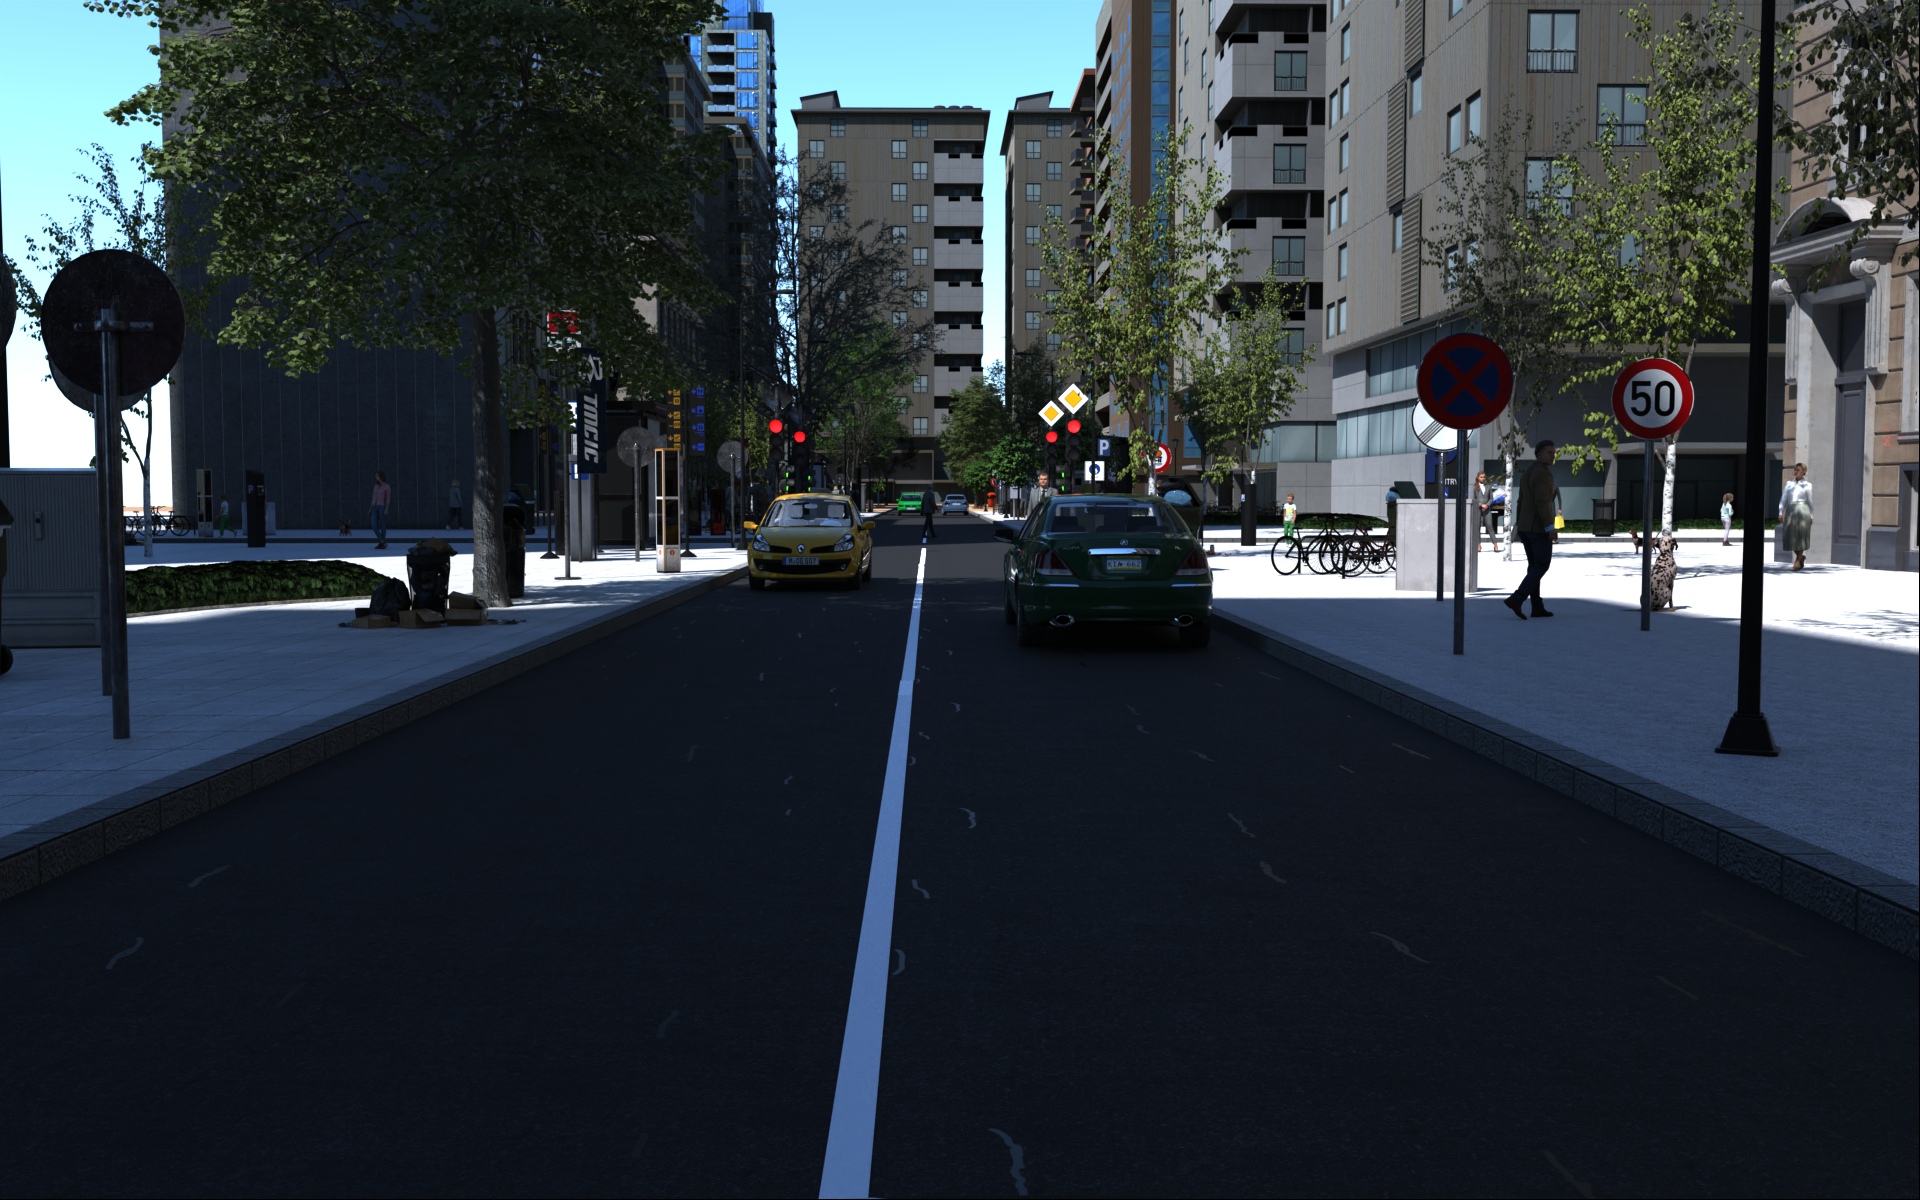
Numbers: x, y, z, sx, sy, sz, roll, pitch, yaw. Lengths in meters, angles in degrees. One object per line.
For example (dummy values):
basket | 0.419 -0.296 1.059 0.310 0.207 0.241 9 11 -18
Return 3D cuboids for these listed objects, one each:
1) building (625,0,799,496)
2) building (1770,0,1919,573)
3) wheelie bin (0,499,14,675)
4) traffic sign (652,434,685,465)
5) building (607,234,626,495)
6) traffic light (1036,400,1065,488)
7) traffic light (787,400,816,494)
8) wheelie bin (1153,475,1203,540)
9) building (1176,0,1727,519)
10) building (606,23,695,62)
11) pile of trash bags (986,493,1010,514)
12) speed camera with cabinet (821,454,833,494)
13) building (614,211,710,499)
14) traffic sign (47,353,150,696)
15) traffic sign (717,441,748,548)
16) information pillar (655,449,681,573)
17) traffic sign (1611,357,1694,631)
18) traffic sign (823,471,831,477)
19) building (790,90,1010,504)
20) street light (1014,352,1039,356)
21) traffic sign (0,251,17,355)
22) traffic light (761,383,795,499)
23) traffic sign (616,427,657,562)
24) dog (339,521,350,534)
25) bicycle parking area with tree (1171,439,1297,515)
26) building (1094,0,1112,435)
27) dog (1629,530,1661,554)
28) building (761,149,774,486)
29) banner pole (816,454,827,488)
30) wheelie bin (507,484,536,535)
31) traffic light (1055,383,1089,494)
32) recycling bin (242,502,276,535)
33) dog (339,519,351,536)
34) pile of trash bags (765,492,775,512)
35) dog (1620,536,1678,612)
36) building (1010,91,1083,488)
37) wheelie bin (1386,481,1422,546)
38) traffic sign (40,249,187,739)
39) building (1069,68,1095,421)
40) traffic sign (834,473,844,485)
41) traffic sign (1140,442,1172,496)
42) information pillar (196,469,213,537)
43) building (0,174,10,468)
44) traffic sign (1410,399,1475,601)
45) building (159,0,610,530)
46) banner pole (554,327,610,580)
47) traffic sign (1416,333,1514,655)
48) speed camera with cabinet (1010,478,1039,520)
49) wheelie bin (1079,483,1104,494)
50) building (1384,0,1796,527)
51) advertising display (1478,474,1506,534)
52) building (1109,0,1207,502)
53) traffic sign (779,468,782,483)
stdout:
building | -37.419 -56.140 230.557 31.000 86.520 22.319 0 4 -1
building | 21.807 -14.462 22.351 13.634 28.700 20.117 0 4 -1
wheelie bin | -7.021 -0.244 11.891 0.693 1.594 0.980 0 4 6
traffic sign | -6.200 -2.242 36.764 0.768 2.556 0.104 0 4 5
building | -26.148 -13.616 90.080 16.820 18.784 16.811 0 4 -1
traffic light | 2.712 -3.856 51.972 0.839 4.253 0.868 0 4 -1
traffic light | -4.748 -3.848 51.828 0.839 4.253 0.868 0 4 -1
wheelie bin | 3.601 -1.271 28.694 0.693 1.594 0.980 -1 4 -17
building | 29.249 -32.031 112.944 28.713 52.752 27.495 0 4 -1
building | -33.421 -27.290 138.080 32.217 40.220 23.993 0 4 -1
pile of trash bags | 3.314 -6.128 109.945 3.447 1.369 1.912 -1 4 -22
speed camera with cabinet | -6.922 -5.663 86.932 0.660 3.252 2.038 1 4 10
building | -23.499 -17.027 114.543 11.583 22.565 21.152 0 4 -1
traffic sign | -5.426 -0.664 10.970 0.768 2.556 0.104 1 4 9
traffic sign | -5.425 -2.519 41.285 0.768 2.556 0.104 0 4 7
information pillar | -4.742 -1.445 28.123 0.304 2.012 0.304 -2 4 -35
traffic sign | 6.443 -0.985 16.207 0.768 2.556 0.104 0 4 1
traffic sign | -7.407 -5.769 94.429 0.768 2.556 0.104 0 4 4
building | -7.948 -39.499 235.040 27.495 52.752 28.713 0 4 -1
street light | 2.477 -5.148 56.703 1.470 5.913 1.316 0 4 -1
traffic sign | -4.721 -0.484 8.025 0.768 2.556 0.104 1 4 8
traffic light | -4.610 -3.359 43.844 0.839 4.253 0.868 0 4 -1
traffic sign | -6.120 -1.999 32.795 0.768 2.556 0.104 0 4 0
dog | -19.769 -2.309 55.486 0.550 0.427 0.748 1 4 23
bicycle parking area with tree | 13.358 -6.433 92.186 8.231 4.147 9.016 -2 4 -26
building | 23.476 -32.337 152.419 21.300 48.544 21.600 0 4 -1
dog | 14.631 -1.235 37.029 0.540 0.507 0.406 0 4 -3
building | -31.358 -29.516 174.463 23.993 40.220 32.217 0 4 -1
banner pole | -8.782 -7.271 108.890 0.863 3.779 0.401 0 4 -2
wheelie bin | -13.800 -2.844 54.402 0.693 1.594 0.980 1 4 20
traffic light | 2.850 -3.368 43.988 0.839 4.253 0.868 0 4 -1
recycling bin | -21.817 -2.529 53.896 0.722 1.027 0.722 1 4 11
dog | -18.793 -2.209 52.943 0.406 0.507 0.540 -2 4 -28
pile of trash bags | -7.268 -4.171 77.948 3.447 1.369 1.912 -2 4 -34
dog | 7.578 -0.286 19.054 0.800 0.831 0.513 0 4 -6
building | 19.636 -39.516 235.319 27.495 52.752 28.713 0 4 -1
wheelie bin | 10.905 -2.127 42.688 0.980 1.594 0.693 -2 4 -32
traffic sign | -4.407 -0.546 9.026 0.768 2.556 0.104 0 4 2
building | 22.693 -31.993 177.711 22.147 44.769 28.867 0 4 -1
traffic sign | -7.404 -6.525 106.797 0.768 2.556 0.104 0 4 3
traffic sign | 4.742 -2.567 42.068 0.768 2.556 0.104 0 4 -1
information pillar | -22.351 -2.861 51.275 0.304 2.012 0.304 2 4 28
building | -48.594 -14.549 67.556 15.834 23.373 12.332 0 4 -1
traffic sign | 5.757 -1.259 20.695 0.768 2.556 0.104 0 4 7
building | -22.457 -15.505 71.524 12.078 24.808 19.932 0 4 -1
banner pole | -5.693 -2.203 26.039 0.863 3.779 0.401 -2 4 -29
traffic sign | 3.992 -0.837 13.792 0.768 2.556 0.104 0 4 0
speed camera with cabinet | 3.515 -5.658 86.843 2.038 3.252 0.660 2 4 35
wheelie bin | 5.096 -3.586 66.532 0.980 1.594 0.693 3 5 44
building | 32.339 -29.859 77.437 27.495 52.752 28.713 0 4 -1
advertising display | 16.891 -3.044 54.989 0.974 1.923 0.123 -1 4 -9
building | 19.318 -29.631 134.577 14.600 45.320 14.200 0 4 -1
traffic sign | -8.826 -5.078 83.127 0.768 2.556 0.104 0 4 5
